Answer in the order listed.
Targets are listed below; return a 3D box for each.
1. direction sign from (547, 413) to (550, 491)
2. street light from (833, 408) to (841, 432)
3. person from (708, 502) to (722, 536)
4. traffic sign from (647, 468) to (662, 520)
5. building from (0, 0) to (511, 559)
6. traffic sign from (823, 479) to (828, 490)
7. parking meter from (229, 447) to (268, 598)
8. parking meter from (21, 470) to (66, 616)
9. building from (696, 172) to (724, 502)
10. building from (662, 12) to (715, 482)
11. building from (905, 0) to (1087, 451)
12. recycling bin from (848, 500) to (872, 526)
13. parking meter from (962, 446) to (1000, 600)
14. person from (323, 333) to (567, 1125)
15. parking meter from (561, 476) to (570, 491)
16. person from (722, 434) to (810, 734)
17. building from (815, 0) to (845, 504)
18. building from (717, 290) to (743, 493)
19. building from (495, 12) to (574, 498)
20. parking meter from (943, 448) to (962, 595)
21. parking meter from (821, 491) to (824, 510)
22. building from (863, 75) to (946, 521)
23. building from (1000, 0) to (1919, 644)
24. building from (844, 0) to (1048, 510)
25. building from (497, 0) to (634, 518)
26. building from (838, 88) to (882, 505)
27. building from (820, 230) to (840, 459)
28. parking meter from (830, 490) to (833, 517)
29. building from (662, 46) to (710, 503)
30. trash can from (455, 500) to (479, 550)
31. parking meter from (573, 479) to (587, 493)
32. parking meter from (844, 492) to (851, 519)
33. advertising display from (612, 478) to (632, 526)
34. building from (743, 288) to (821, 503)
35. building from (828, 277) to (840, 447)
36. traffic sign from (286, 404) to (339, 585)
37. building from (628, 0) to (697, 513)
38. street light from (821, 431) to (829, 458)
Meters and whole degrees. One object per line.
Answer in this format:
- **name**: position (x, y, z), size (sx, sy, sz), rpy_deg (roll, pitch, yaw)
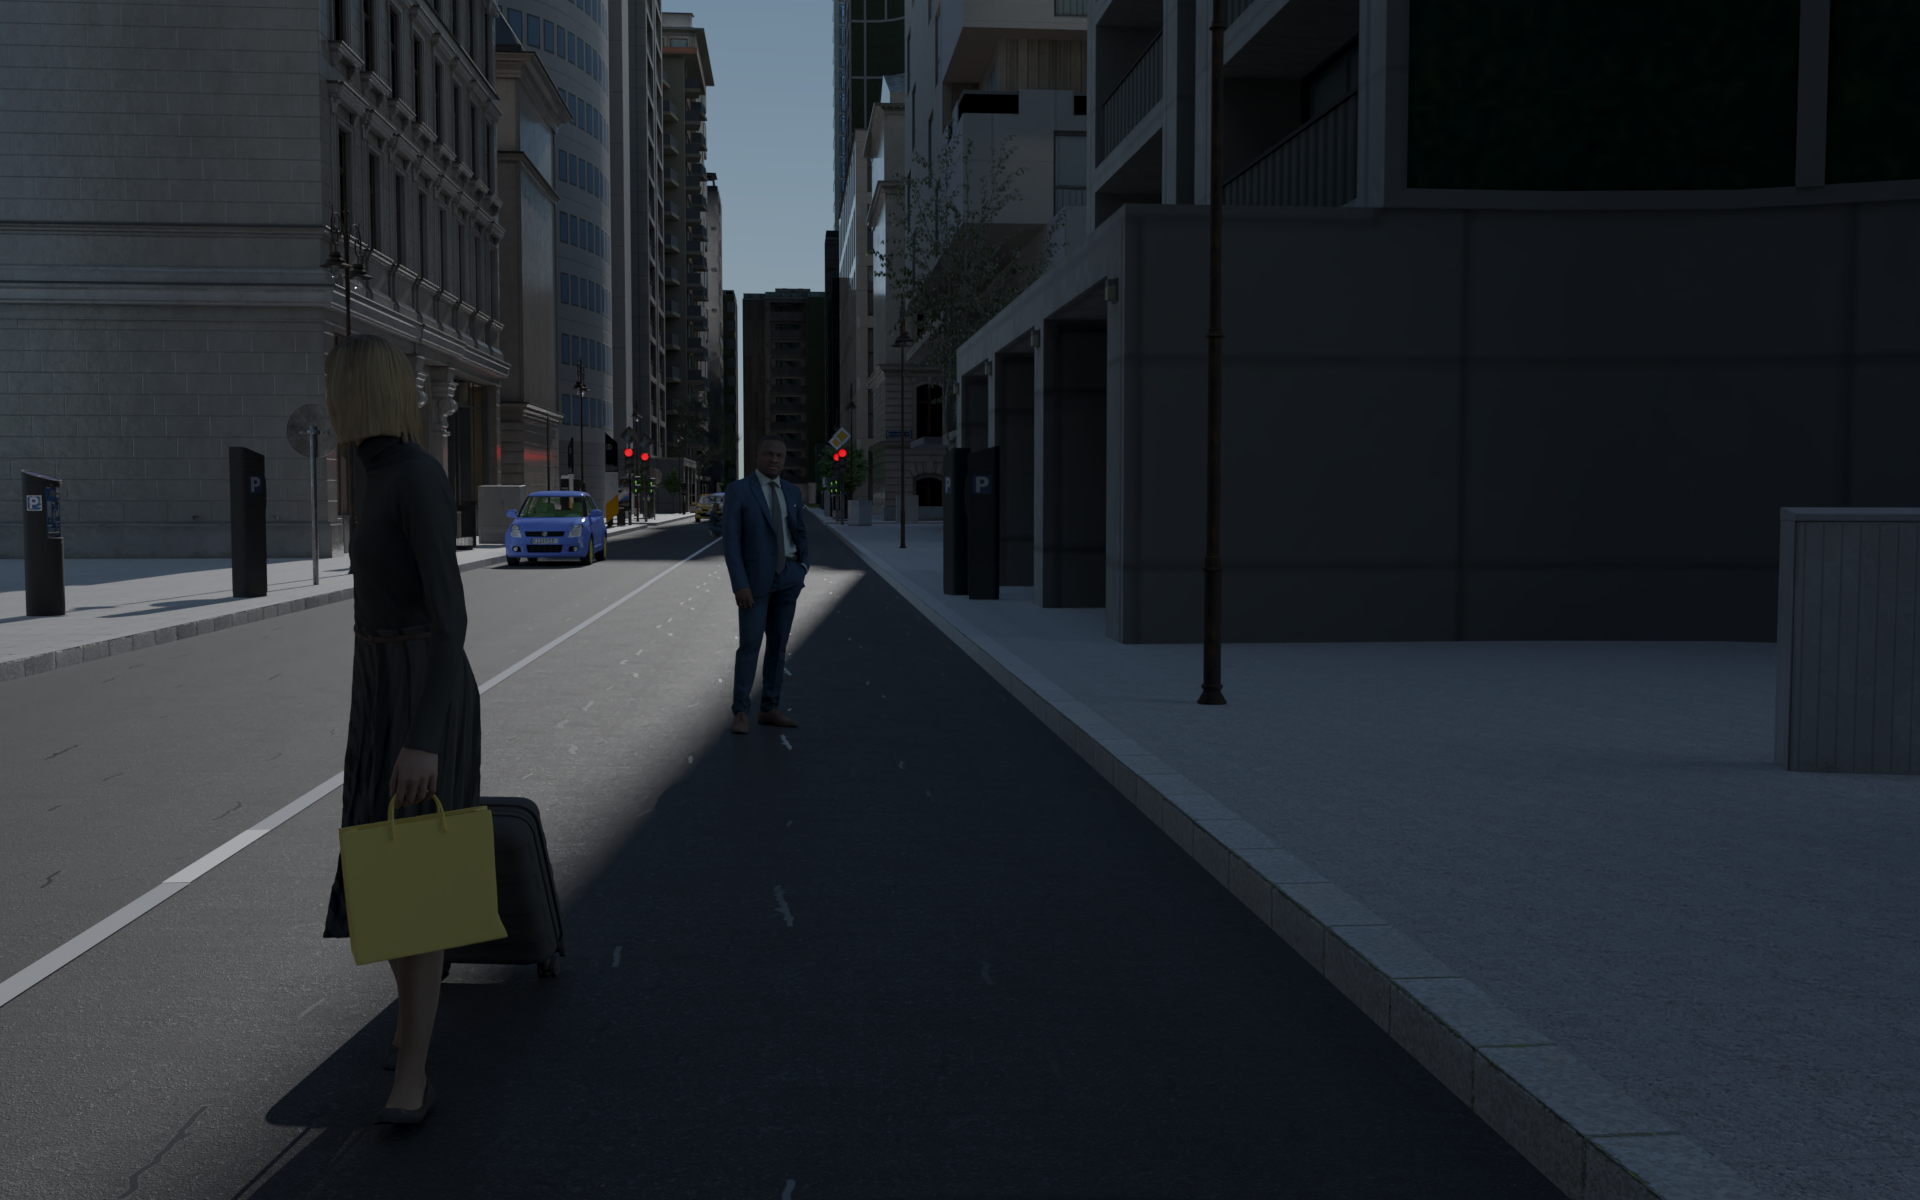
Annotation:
- **direction sign**: position (-11.555, -3.465, 48.645), size (0.379, 3.537, 0.876), rpy_deg (-1, 4, -12)
- **street light**: position (-6.613, -7.364, 93.191), size (0.468, 5.910, 1.993), rpy_deg (0, 4, -6)
- **person**: position (-8.166, -2.734, 58.706), size (0.738, 1.151, 1.012), rpy_deg (0, 4, -7)
- **traffic sign**: position (-15.127, -5.238, 85.746), size (0.768, 2.556, 0.104), rpy_deg (0, 4, 3)
- **building**: position (-17.097, -11.255, 34.933), size (10.553, 20.767, 40.483), rpy_deg (0, 4, -6)
- **traffic sign**: position (-8.039, -6.306, 105.229), size (0.606, 2.300, 0.079), rpy_deg (0, 4, -3)
- **parking meter**: position (-8.860, -0.970, 21.579), size (0.255, 1.863, 0.399), rpy_deg (1, 4, 20)
- **parking meter**: position (-9.677, -0.604, 18.290), size (0.372, 1.533, 0.369), rpy_deg (0, 3, 0)
- **building**: position (-37.309, -32.854, 220.761), size (14.086, 41.232, 14.154), rpy_deg (0, 4, -6)
- **building**: position (-42.333, -37.017, 194.474), size (28.713, 52.752, 27.495), rpy_deg (0, 4, -6)
- **building**: position (12.363, -28.664, 57.901), size (28.713, 52.752, 27.495), rpy_deg (0, 4, -6)
- **recycling bin**: position (-4.039, -3.504, 69.848), size (0.722, 1.027, 0.722), rpy_deg (-3, 5, -43)
- **parking meter**: position (0.273, -0.940, 21.078), size (0.399, 1.863, 0.255), rpy_deg (1, 4, 10)
- **person**: position (-1.306, 0.261, 4.451), size (0.699, 1.804, 1.509), rpy_deg (0, 4, 5)
- **parking meter**: position (-12.438, -2.990, 54.605), size (0.255, 1.863, 0.399), rpy_deg (-1, 4, -9)
- **person**: position (-1.209, -0.120, 10.650), size (0.419, 1.800, 0.721), rpy_deg (3, 5, 44)
- **building**: position (-6.593, -55.089, 213.381), size (22.319, 86.520, 31.000), rpy_deg (0, 4, -6)
- **building**: position (-38.370, -28.899, 244.193), size (14.107, 30.474, 14.160), rpy_deg (0, 4, -6)
- **building**: position (-24.501, -12.160, 63.442), size (19.286, 19.102, 10.561), rpy_deg (0, 4, -6)
- **parking meter**: position (-0.041, -1.000, 22.063), size (0.255, 1.863, 0.399), rpy_deg (-1, 4, -21)
- **parking meter**: position (-11.123, -8.278, 141.061), size (0.255, 1.863, 0.399), rpy_deg (-3, 4, -36)
- **building**: position (12.727, -16.481, 88.553), size (34.723, 24.649, 14.460), rpy_deg (0, 4, -6)
- **building**: position (11.100, -35.465, 18.112), size (20.563, 71.187, 20.611), rpy_deg (0, 4, -6)
- **building**: position (-3.202, -44.970, 173.512), size (20.563, 71.187, 20.611), rpy_deg (0, 4, -6)
- **building**: position (-29.371, -33.579, 91.008), size (21.231, 58.520, 28.212), rpy_deg (0, 4, -6)
- **building**: position (1.599, -19.454, 122.591), size (19.350, 26.468, 34.151), rpy_deg (0, 4, -6)
- **building**: position (-7.943, -25.688, 191.701), size (14.160, 30.474, 14.107), rpy_deg (0, 4, -6)
- **parking meter**: position (-7.036, -5.365, 96.136), size (0.372, 1.533, 0.369), rpy_deg (0, 3, 0)
- **building**: position (-35.744, -31.333, 166.920), size (22.147, 44.769, 28.867), rpy_deg (0, 4, -6)
- **trash can**: position (-11.428, -1.721, 39.793), size (0.748, 1.137, 0.748), rpy_deg (0, 3, 0)
- **parking meter**: position (-15.063, -3.862, 68.849), size (0.399, 1.863, 0.255), rpy_deg (0, 4, 2)
- **parking meter**: position (-5.783, -5.097, 89.050), size (0.399, 1.863, 0.255), rpy_deg (2, 4, 33)
- **advertising display**: position (-13.803, -3.994, 70.523), size (0.974, 1.923, 0.123), rpy_deg (2, 4, 26)
- **building**: position (-23.845, -29.034, 246.400), size (14.107, 30.474, 14.160), rpy_deg (0, 4, -6)
- **building**: position (-4.870, -19.415, 147.118), size (12.332, 23.373, 15.834), rpy_deg (0, 4, -6)
- **traffic sign**: position (-9.100, -1.486, 24.399), size (0.768, 2.556, 0.104), rpy_deg (0, 4, 0)
- **building**: position (-29.659, -41.902, 123.349), size (20.563, 71.187, 20.611), rpy_deg (0, 4, -6)
- **street light**: position (-9.510, -9.236, 123.799), size (0.468, 5.910, 1.993), rpy_deg (0, 4, -6)
